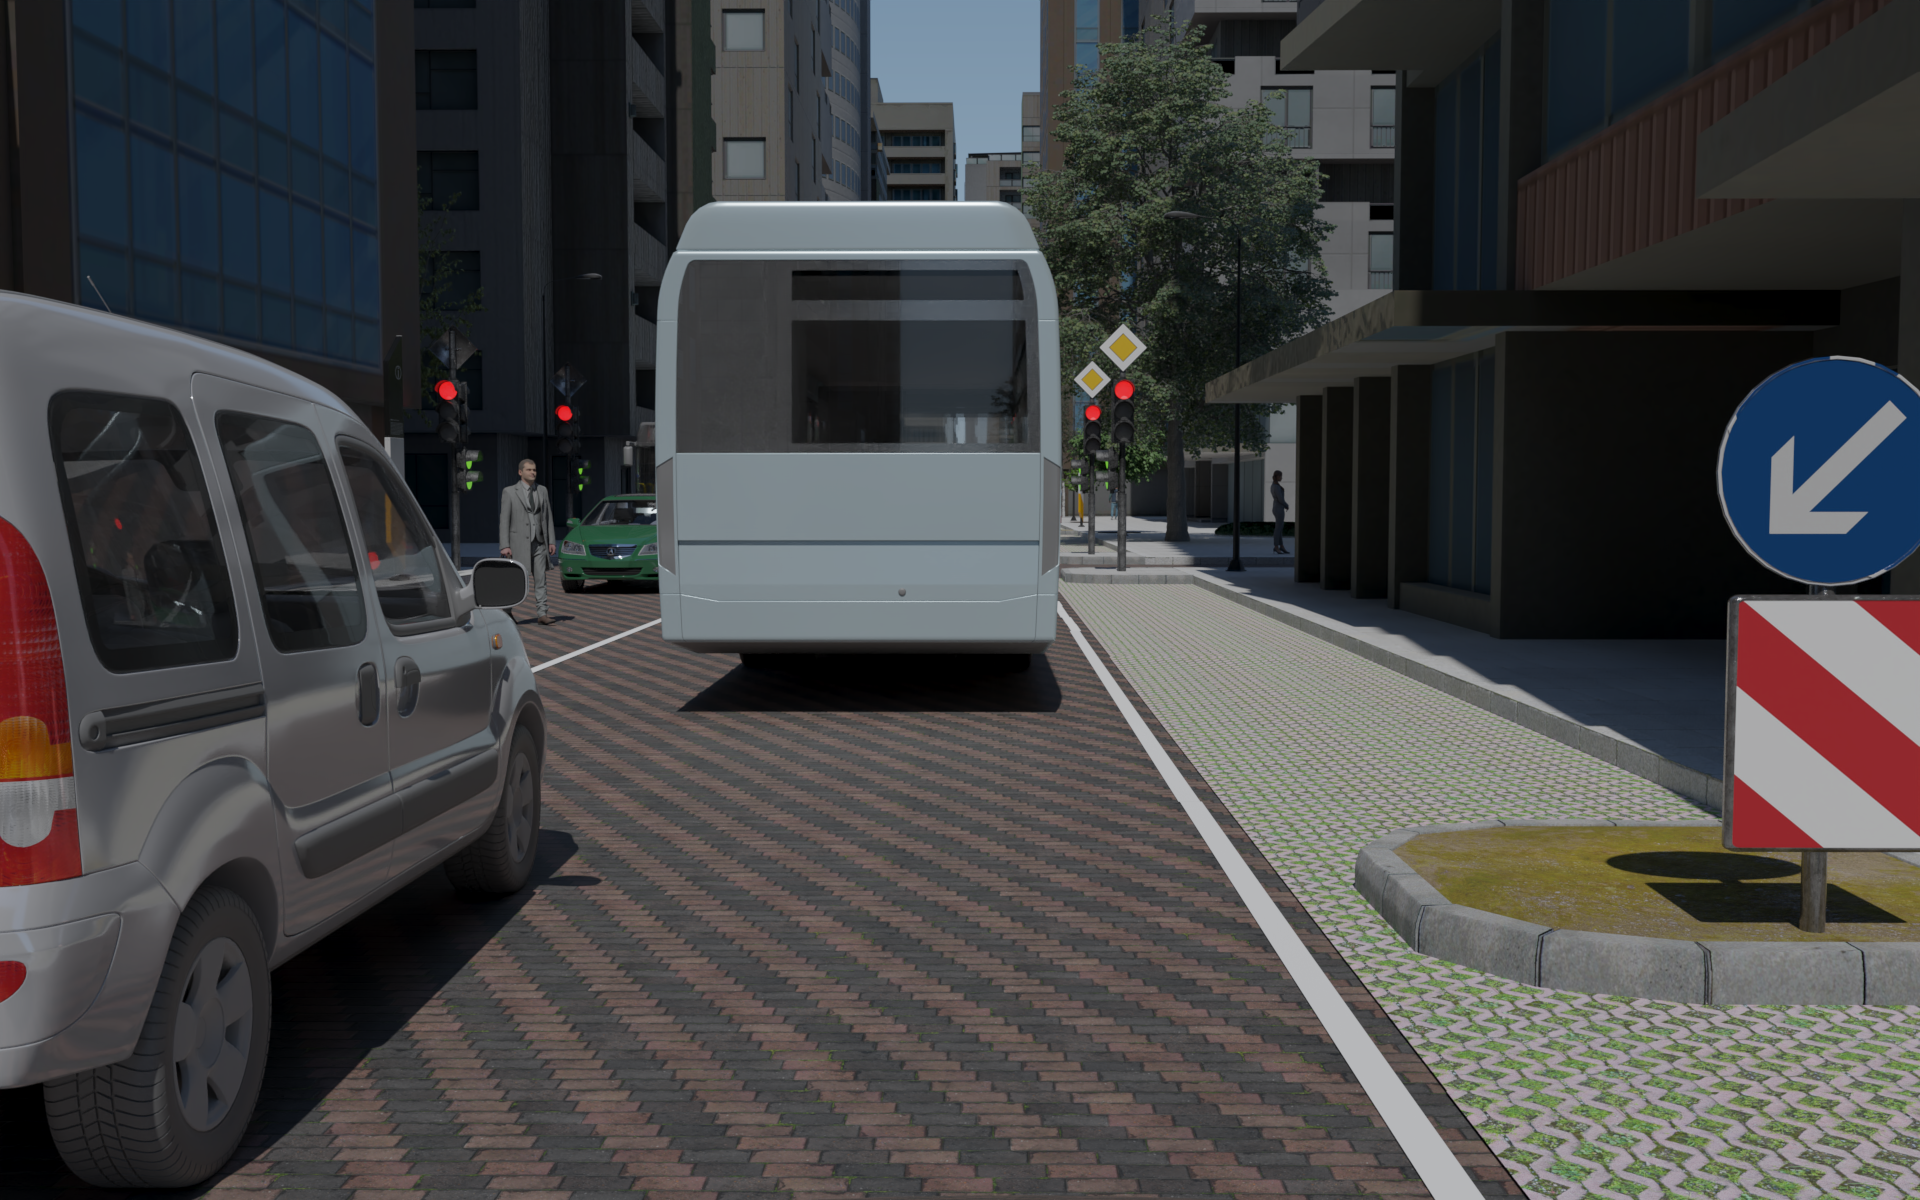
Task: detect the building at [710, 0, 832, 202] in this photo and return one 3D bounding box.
[{"bbox_3d":[-20.730,-30.421,86.615,28.713,52.752,27.495,0,4,1],"label":"building"}]

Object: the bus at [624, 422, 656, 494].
[{"bbox_3d":[-5.733,-2.919,42.588,2.948,3.499,13.247,0,4,-1],"label":"bus"}]

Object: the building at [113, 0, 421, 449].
[{"bbox_3d":[-16.199,-22.682,20.960,14.200,45.320,14.600,0,4,1],"label":"building"}]

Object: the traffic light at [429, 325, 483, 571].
[{"bbox_3d":[-8.393,-2.438,28.782,0.839,4.253,0.868,0,4,1],"label":"traffic light"}]

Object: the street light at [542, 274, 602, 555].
[{"bbox_3d":[-8.239,-3.921,36.656,1.470,5.913,1.316,0,4,1],"label":"street light"}]

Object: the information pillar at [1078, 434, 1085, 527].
[{"bbox_3d":[4.718,-4.653,67.439,0.183,3.616,0.504,1,4,19],"label":"information pillar"}]

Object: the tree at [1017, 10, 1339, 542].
[{"bbox_3d":[5.911,-8.550,46.453,9.857,13.997,8.962,0,3,0],"label":"tree"}]

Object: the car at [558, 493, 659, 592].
[{"bbox_3d":[-4.893,-0.924,26.906,2.131,1.459,4.920,0,4,1],"label":"car"}]

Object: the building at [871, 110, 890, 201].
[{"bbox_3d":[-19.127,-29.381,172.266,23.993,40.220,32.217,0,4,1],"label":"building"}]

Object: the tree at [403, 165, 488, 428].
[{"bbox_3d":[-12.944,-5.455,39.545,4.737,8.622,4.395,0,3,0],"label":"tree"}]

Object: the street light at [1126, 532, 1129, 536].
[{"bbox_3d":[4.465,-4.927,53.098,1.470,5.913,1.316,0,4,1],"label":"street light"}]

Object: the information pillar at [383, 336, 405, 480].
[{"bbox_3d":[-8.312,-2.087,25.485,0.183,3.616,0.504,0,4,6],"label":"information pillar"}]

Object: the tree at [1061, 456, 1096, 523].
[{"bbox_3d":[5.416,-5.069,77.477,1.663,3.219,1.824,0,3,0],"label":"tree"}]

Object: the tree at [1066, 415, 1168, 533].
[{"bbox_3d":[5.254,-4.503,57.339,4.285,4.588,4.351,0,3,0],"label":"tree"}]

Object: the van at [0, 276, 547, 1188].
[{"bbox_3d":[-2.379,0.127,4.942,2.013,2.044,4.112,0,4,-1],"label":"van"}]

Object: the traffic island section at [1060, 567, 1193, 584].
[{"bbox_3d":[2.707,-0.397,28.768,2.009,0.180,2.903,0,4,1],"label":"traffic island section"}]

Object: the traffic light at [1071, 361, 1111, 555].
[{"bbox_3d":[2.771,-2.919,36.639,0.839,4.253,0.868,0,4,1],"label":"traffic light"}]

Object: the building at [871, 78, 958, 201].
[{"bbox_3d":[-11.154,-35.592,205.626,21.600,48.544,21.300,0,4,1],"label":"building"}]

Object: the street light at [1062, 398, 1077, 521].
[{"bbox_3d":[4.886,-6.726,82.512,1.470,5.913,1.316,0,4,1],"label":"street light"}]

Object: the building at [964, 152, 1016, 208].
[{"bbox_3d":[7.500,-31.647,201.027,14.086,41.232,14.154,0,4,1],"label":"building"}]

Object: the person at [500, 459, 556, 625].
[{"bbox_3d":[-4.740,-0.634,18.962,0.694,1.812,0.767,-3,5,-42],"label":"person"}]

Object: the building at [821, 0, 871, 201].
[{"bbox_3d":[-17.823,-35.668,125.178,21.231,58.520,28.212,0,4,1],"label":"building"}]

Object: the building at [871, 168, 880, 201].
[{"bbox_3d":[-14.194,-22.961,147.109,14.160,30.474,14.107,0,4,1],"label":"building"}]

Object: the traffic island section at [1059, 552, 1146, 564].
[{"bbox_3d":[2.811,-0.885,36.752,2.009,0.180,2.903,0,4,1],"label":"traffic island section"}]

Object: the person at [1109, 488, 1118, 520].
[{"bbox_3d":[7.695,-4.852,85.719,0.623,1.781,0.721,0,4,-6],"label":"person"}]

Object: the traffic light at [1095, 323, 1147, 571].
[{"bbox_3d":[2.667,-2.430,28.654,0.839,4.253,0.868,0,4,1],"label":"traffic light"}]

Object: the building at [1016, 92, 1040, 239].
[{"bbox_3d":[13.297,-30.333,179.541,14.154,41.232,14.086,0,4,1],"label":"building"}]

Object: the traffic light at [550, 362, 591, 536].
[{"bbox_3d":[-8.289,-2.926,36.766,0.839,4.253,0.868,0,4,1],"label":"traffic light"}]

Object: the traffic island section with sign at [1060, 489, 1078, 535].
[{"bbox_3d":[3.141,-3.225,61.348,1.989,1.847,2.006,0,4,1],"label":"traffic island section with sign"}]

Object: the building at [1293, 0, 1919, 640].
[{"bbox_3d":[14.348,-21.818,11.344,22.147,44.769,28.867,0,4,1],"label":"building"}]

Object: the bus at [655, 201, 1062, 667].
[{"bbox_3d":[-0.579,-1.386,17.527,2.948,3.499,13.247,0,4,1],"label":"bus"}]

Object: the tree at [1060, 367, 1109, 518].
[{"bbox_3d":[5.799,-8.723,92.981,4.360,8.622,3.978,0,3,0],"label":"tree"}]

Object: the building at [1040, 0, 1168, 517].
[{"bbox_3d":[11.925,-27.762,104.026,14.600,45.320,14.200,0,4,1],"label":"building"}]

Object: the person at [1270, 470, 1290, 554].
[{"bbox_3d":[6.887,-1.875,36.972,0.573,1.790,0.520,-1,4,-17],"label":"person"}]

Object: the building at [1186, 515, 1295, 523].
[{"bbox_3d":[22.307,-29.702,74.869,28.713,52.752,27.495,0,4,1],"label":"building"}]

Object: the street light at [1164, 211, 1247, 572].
[{"bbox_3d":[4.048,-3.430,28.623,1.470,5.913,1.316,0,4,1],"label":"street light"}]

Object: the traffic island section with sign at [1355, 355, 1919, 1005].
[{"bbox_3d":[2.413,0.175,5.763,1.989,1.847,2.006,0,4,1],"label":"traffic island section with sign"}]

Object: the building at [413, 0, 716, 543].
[{"bbox_3d":[-15.167,-17.046,50.409,14.160,30.474,14.107,0,4,1],"label":"building"}]
